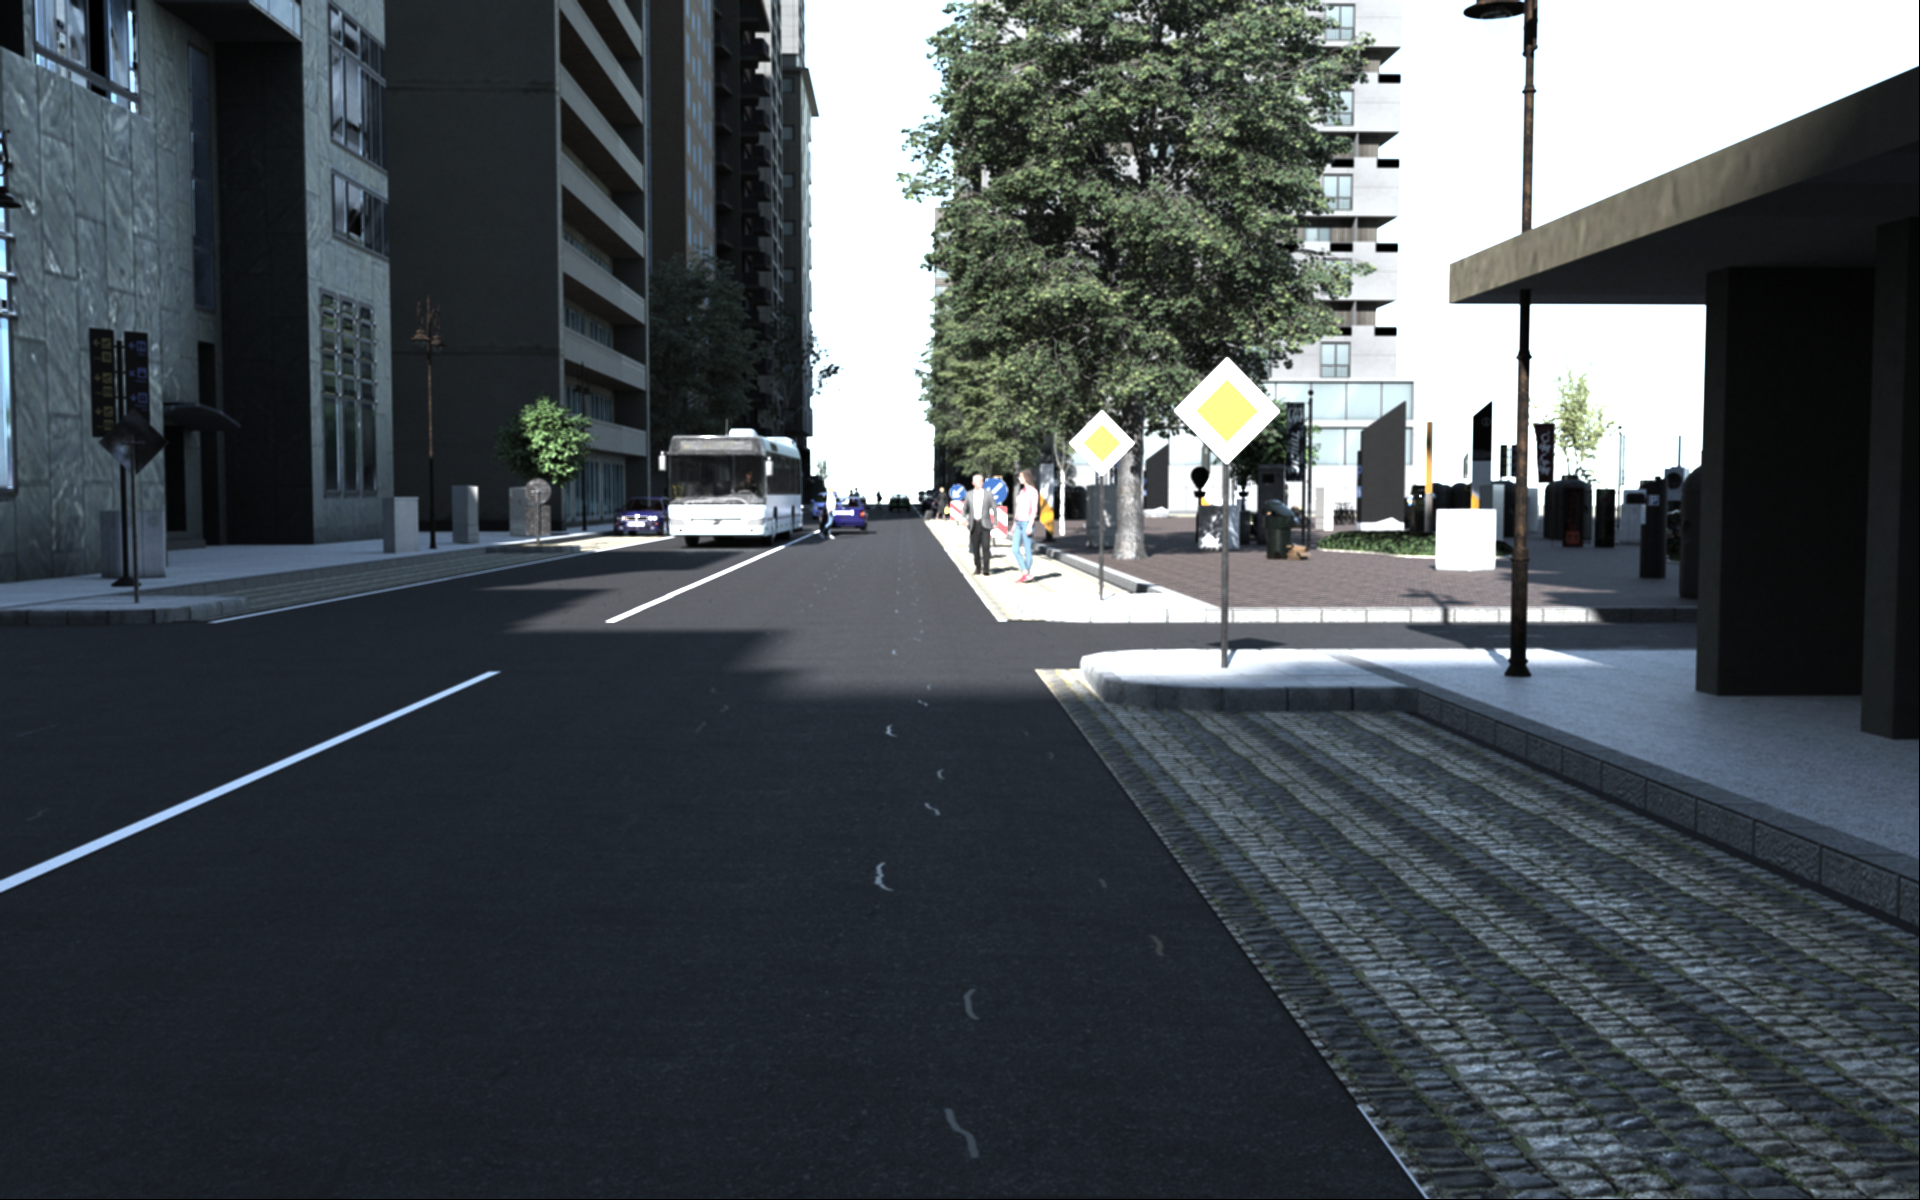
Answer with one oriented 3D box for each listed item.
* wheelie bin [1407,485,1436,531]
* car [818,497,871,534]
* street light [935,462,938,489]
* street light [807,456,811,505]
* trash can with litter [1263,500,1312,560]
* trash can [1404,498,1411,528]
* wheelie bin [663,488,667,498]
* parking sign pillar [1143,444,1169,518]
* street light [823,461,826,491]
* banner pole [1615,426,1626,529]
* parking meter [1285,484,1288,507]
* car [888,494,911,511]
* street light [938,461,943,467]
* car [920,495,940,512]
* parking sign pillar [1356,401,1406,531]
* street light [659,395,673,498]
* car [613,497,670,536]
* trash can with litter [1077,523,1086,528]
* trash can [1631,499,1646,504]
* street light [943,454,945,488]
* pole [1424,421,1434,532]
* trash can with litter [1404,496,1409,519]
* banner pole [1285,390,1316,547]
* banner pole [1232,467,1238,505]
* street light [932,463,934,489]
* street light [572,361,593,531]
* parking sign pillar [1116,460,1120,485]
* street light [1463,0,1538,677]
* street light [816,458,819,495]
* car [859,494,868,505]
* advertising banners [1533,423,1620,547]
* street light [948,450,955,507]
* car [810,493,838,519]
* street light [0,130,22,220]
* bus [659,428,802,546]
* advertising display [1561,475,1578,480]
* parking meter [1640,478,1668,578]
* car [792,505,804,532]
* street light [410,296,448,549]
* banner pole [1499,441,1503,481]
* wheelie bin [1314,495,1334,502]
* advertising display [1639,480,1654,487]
[{"bbox_3d":[16.013,-3.185,59.982,0.980,1.594,0.693,0,4,-2],"label":"wheelie bin"},{"bbox_3d":[-4.237,-3.101,63.286,1.945,1.354,3.894,0,4,-3],"label":"car"},{"bbox_3d":[-2.585,-14.773,214.332,0.468,5.910,1.993,0,4,-2],"label":"street light"},{"bbox_3d":[-17.520,-13.900,200.057,0.468,5.910,1.993,0,4,-2],"label":"street light"},{"bbox_3d":[6.489,-1.392,34.139,0.624,1.170,1.055,-3,4,-37],"label":"trash can with litter"},{"bbox_3d":[17.327,-3.343,66.304,0.748,1.137,0.748,0,3,0],"label":"trash can"},{"bbox_3d":[-15.657,-5.255,93.826,0.980,1.594,0.693,0,4,-5],"label":"wheelie bin"},{"bbox_3d":[10.521,-6.395,93.024,1.447,3.967,1.447,-1,4,-21],"label":"parking sign pillar"},{"bbox_3d":[-18.875,-16.422,241.288,0.468,5.910,1.993,0,4,-2],"label":"street light"},{"bbox_3d":[24.404,-4.518,63.886,0.401,3.779,0.863,3,5,40],"label":"banner pole"},{"bbox_3d":[16.791,-5.145,89.839,0.255,1.863,0.399,-3,5,-43],"label":"parking meter"},{"bbox_3d":[-5.088,-8.409,146.284,1.959,1.807,4.718,0,4,-1],"label":"car"},{"bbox_3d":[-1.871,-13.515,193.755,0.468,5.910,1.993,0,4,-2],"label":"street light"},{"bbox_3d":[-2.152,-7.501,135.229,1.945,1.354,3.894,0,4,-1],"label":"car"},{"bbox_3d":[12.239,-3.784,50.342,1.447,3.967,1.447,0,4,-7],"label":"parking sign pillar"},{"bbox_3d":[-13.684,-6.612,80.894,0.468,5.910,1.993,0,4,-2],"label":"street light"},{"bbox_3d":[-10.747,-2.862,59.382,1.945,1.354,3.894,0,3,0],"label":"car"},{"bbox_3d":[5.199,-3.248,64.166,1.678,1.210,2.233,-2,4,-26],"label":"trash can with litter"},{"bbox_3d":[20.599,-2.483,52.251,0.748,1.137,0.748,0,3,0],"label":"trash can"},{"bbox_3d":[-1.157,-12.184,172.002,0.468,5.910,1.993,0,4,-2],"label":"street light"},{"bbox_3d":[13.159,-3.348,48.588,0.158,3.312,0.155,0,3,0],"label":"pole"},{"bbox_3d":[22.016,-4.639,86.899,1.678,1.210,2.233,-3,5,-42],"label":"trash can with litter"},{"bbox_3d":[8.209,-3.160,41.688,0.863,3.779,0.401,-1,4,-13],"label":"banner pole"},{"bbox_3d":[9.491,-4.225,59.102,0.401,3.779,0.863,-3,4,-37],"label":"banner pole"},{"bbox_3d":[-3.206,-16.010,234.549,0.468,5.910,1.993,0,4,-2],"label":"street light"},{"bbox_3d":[-13.154,-5.365,60.508,0.468,5.910,1.993,0,4,-2],"label":"street light"},{"bbox_3d":[7.910,-5.984,86.311,1.447,3.967,1.447,2,4,27],"label":"parking sign pillar"},{"bbox_3d":[3.941,-2.402,12.059,0.468,5.910,1.993,0,4,-2],"label":"street light"},{"bbox_3d":[-18.110,-15.147,220.442,0.468,5.910,1.993,0,4,-2],"label":"street light"},{"bbox_3d":[-13.376,-13.568,232.064,2.015,1.641,3.980,0,4,-3],"label":"car"},{"bbox_3d":[14.973,-2.811,42.152,2.074,3.025,0.090,2,4,35],"label":"advertising banners"},{"bbox_3d":[-0.568,-10.962,152.021,0.468,5.910,1.993,0,4,-2],"label":"street light"},{"bbox_3d":[-7.583,-5.481,99.205,1.945,1.707,3.694,0,4,-3],"label":"car"},{"bbox_3d":[-11.701,-2.922,20.555,0.468,5.910,1.993,0,4,-2],"label":"street light"},{"bbox_3d":[-6.464,-3.436,51.041,2.948,3.499,13.247,0,4,-1],"label":"bus"},{"bbox_3d":[20.264,-3.205,57.614,0.123,1.923,0.974,0,4,-7],"label":"advertising display"},{"bbox_3d":[10.640,-1.110,26.560,0.372,1.533,0.369,0,3,0],"label":"parking meter"},{"bbox_3d":[-7.022,-3.308,66.446,2.083,1.381,4.827,0,4,-3],"label":"car"},{"bbox_3d":[-12.386,-4.143,40.533,0.468,5.910,1.993,0,4,-2],"label":"street light"},{"bbox_3d":[25.589,-5.619,81.894,0.401,3.779,0.863,2,4,28],"label":"banner pole"},{"bbox_3d":[18.960,-5.035,90.224,0.980,1.594,0.693,1,4,10],"label":"wheelie bin"},{"bbox_3d":[31.075,-4.461,78.148,0.123,1.923,0.974,-2,4,-29],"label":"advertising display"}]
